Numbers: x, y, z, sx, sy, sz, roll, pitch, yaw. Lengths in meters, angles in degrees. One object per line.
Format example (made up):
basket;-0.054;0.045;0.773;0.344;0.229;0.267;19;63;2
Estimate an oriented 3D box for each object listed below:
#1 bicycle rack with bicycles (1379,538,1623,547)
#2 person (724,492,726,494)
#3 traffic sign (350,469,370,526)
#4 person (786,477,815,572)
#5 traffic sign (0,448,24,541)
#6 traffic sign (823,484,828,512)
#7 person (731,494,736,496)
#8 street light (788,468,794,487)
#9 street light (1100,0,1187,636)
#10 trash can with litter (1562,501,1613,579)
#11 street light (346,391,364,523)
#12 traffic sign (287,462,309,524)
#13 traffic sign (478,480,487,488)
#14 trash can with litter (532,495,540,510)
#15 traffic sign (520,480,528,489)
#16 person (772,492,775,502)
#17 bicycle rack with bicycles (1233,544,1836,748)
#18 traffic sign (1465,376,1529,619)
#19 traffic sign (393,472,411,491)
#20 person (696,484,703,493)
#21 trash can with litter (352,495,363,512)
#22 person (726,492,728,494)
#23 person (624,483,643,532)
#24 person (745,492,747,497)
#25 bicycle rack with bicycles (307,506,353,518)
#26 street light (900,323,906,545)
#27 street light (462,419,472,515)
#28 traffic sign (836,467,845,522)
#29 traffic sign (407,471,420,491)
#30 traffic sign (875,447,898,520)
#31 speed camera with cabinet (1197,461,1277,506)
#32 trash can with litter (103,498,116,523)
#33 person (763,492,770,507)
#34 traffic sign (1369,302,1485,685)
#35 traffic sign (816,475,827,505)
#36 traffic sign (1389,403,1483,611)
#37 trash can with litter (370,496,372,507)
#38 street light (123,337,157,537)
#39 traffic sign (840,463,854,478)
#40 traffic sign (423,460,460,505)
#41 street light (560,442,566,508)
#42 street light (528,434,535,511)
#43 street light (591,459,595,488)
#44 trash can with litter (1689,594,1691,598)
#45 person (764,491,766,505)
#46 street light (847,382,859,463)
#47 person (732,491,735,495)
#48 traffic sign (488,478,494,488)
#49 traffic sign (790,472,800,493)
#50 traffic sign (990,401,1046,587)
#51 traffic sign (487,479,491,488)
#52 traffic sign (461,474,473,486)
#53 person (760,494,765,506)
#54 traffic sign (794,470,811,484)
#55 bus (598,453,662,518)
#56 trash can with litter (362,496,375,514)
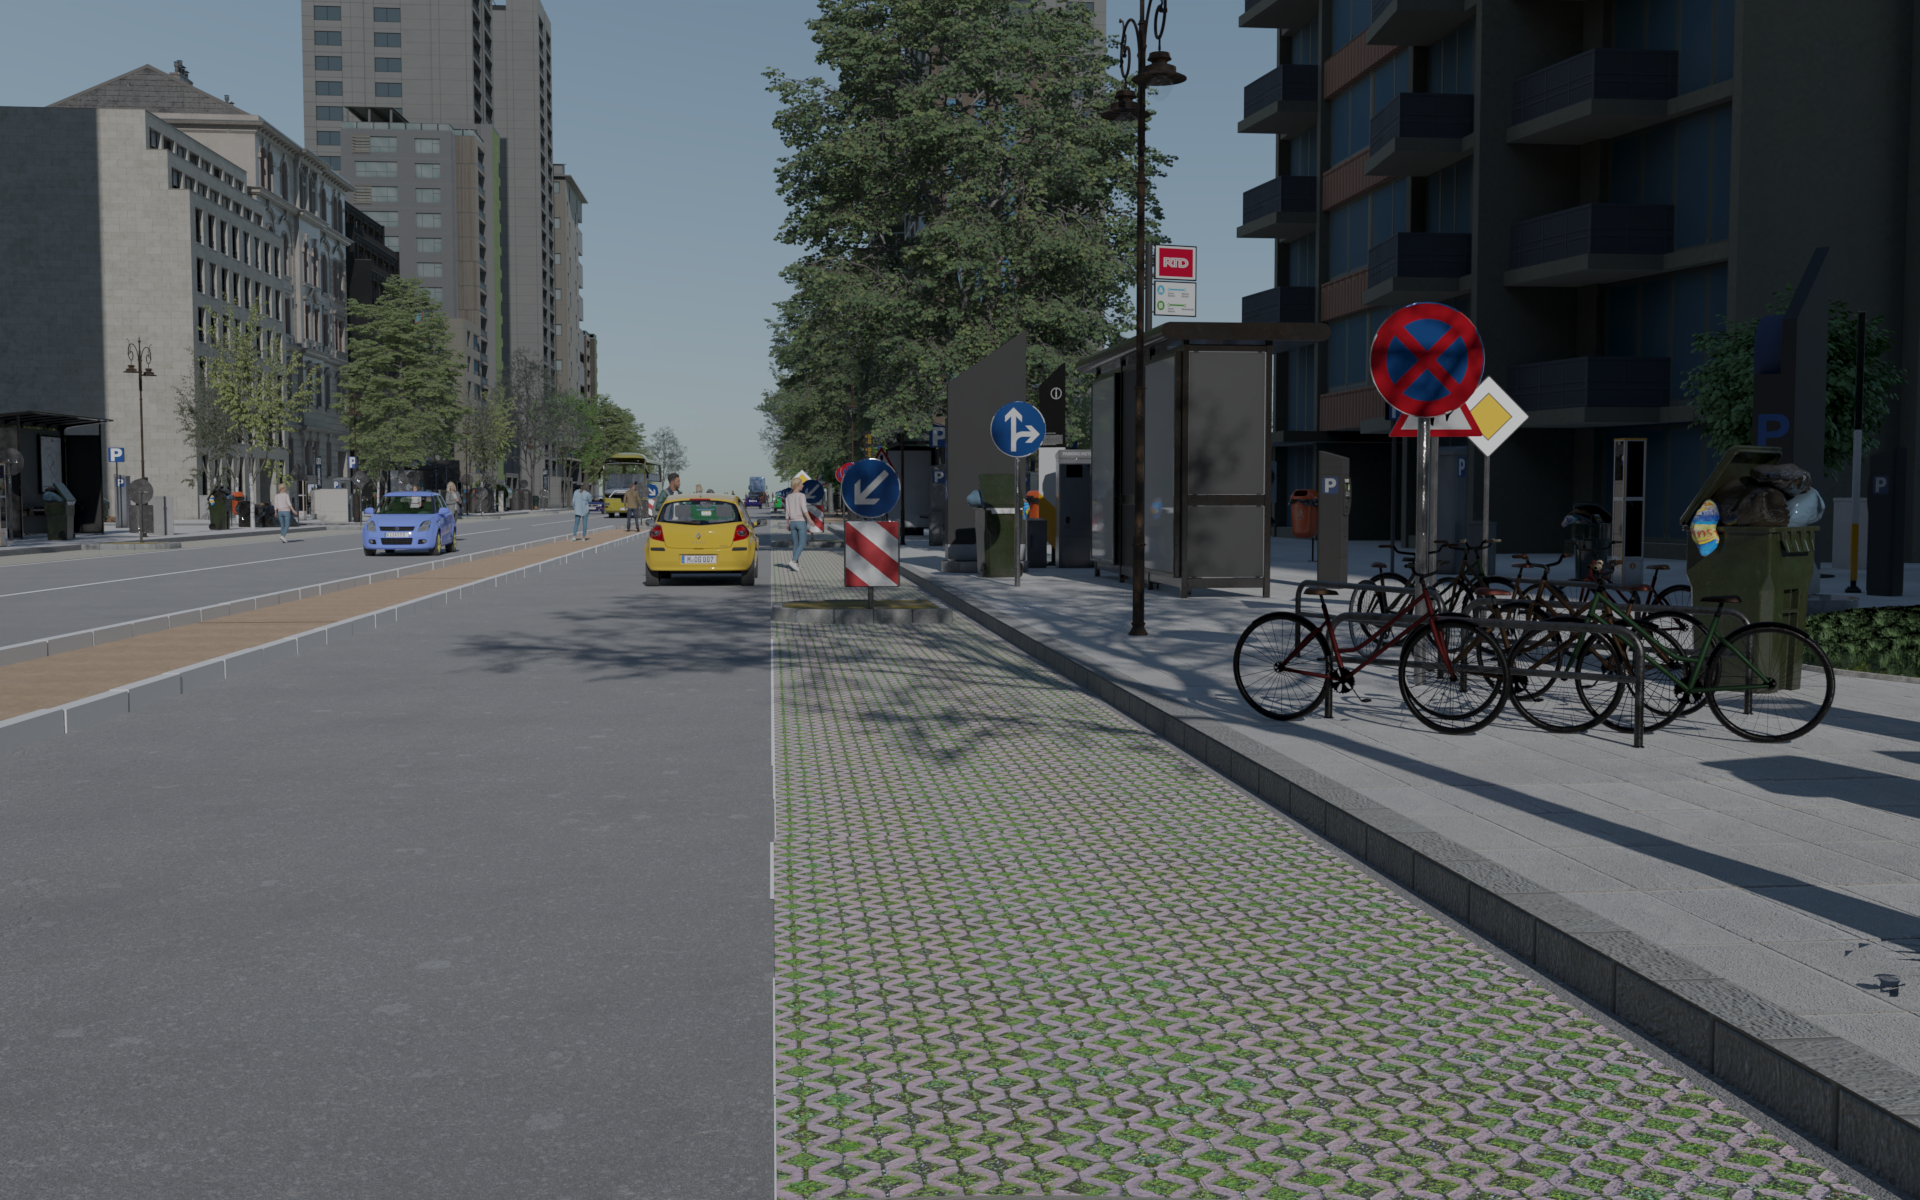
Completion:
bicycle rack with bicycles;3.871;0.002;13.342;2.852;0.926;2.925;-1;4;-21
person;-39.455;-17.210;290.593;1.217;1.736;0.721;1;4;10
traffic sign;-24.109;-4.037;69.653;0.795;2.450;0.064;0;4;-6
person;-2.991;-1.394;31.969;0.731;1.740;0.598;2;4;25
traffic sign;-26.127;-2.907;47.628;0.768;2.556;0.104;0;4;0
traffic sign;-9.453;-7.519;122.945;0.884;2.594;0.081;0;4;-2
person;-34.947;-15.731;266.529;1.217;1.723;0.721;-1;4;-18
street light;-27.714;-19.033;283.969;0.468;5.910;1.993;0;4;-6
street light;1.621;-2.617;15.574;0.468;5.910;1.993;0;4;-6
trash can with litter;9.647;-0.905;26.182;1.055;1.170;0.624;-3;4;-36
street light;-27.069;-6.409;77.576;0.468;5.910;1.993;0;4;-6
traffic sign;-26.511;-4.241;69.342;0.884;2.594;0.081;0;4;-1
traffic sign;-33.848;-7.381;122.808;0.606;2.300;0.079;0;4;-2
trash can with litter;-35.556;-8.151;144.655;0.624;1.170;1.055;-1;4;-19
traffic sign;-38.150;-9.263;151.551;0.768;2.556;0.104;0;4;-3
person;-33.159;-18.244;307.500;0.721;1.736;1.217;1;4;19
bicycle rack with bicycles;3.383;0.221;9.772;2.925;0.926;2.852;3;5;42
traffic sign;5.164;-0.968;17.007;0.795;2.450;0.064;0;4;1
traffic sign;-24.977;-4.523;77.591;0.795;2.450;0.064;0;4;-6
person;-9.698;-3.409;64.425;0.728;1.800;0.709;1;4;16
trash can with litter;-36.241;-5.621;102.956;1.678;1.210;2.233;-1;4;-12
person;-41.383;-18.321;308.834;0.721;1.735;1.217;1;4;14
person;-12.311;-3.477;65.258;0.656;1.842;0.836;-3;5;-39
person;-35.948;-17.216;290.899;0.530;1.710;0.541;0;4;-3
bicycle rack with bicycles;-34.408;-4.981;94.821;2.925;0.926;2.852;-1;4;-23
street light;-1.445;-4.323;43.470;0.468;5.910;1.993;0;4;-6
street light;-30.255;-8.159;106.185;0.468;5.910;1.993;0;4;-6
traffic sign;-5.288;-4.828;79.038;0.768;2.556;0.104;0;4;-2
traffic sign;-30.255;-5.855;95.827;0.768;2.556;0.104;0;4;-2
traffic sign;-2.154;-2.920;47.738;0.884;2.594;0.081;0;4;2
speed camera with cabinet;7.353;-3.159;45.983;2.038;3.252;0.660;-1;4;-14
trash can with litter;-38.387;-4.074;78.004;1.055;1.170;0.624;1;4;18
person;-21.574;-11.234;192.971;0.445;1.727;0.742;3;5;43
traffic sign;3.095;-0.702;11.580;0.768;2.556;0.104;0;4;-1
traffic sign;-8.145;-6.276;102.713;0.768;2.556;0.104;0;4;-5
traffic sign;4.413;-0.986;16.132;0.884;2.594;0.081;0;4;-5
trash can with litter;-42.034;-6.974;125.084;2.233;1.210;1.678;1;4;14
street light;-24.139;-4.790;51.111;0.468;5.910;1.993;0;4;-6
traffic sign;-4.449;-4.277;70.040;0.768;2.556;0.104;0;4;-3
traffic sign;-31.068;-6.720;103.750;2.265;3.308;0.079;0;4;3
street light;-35.427;-11.112;154.476;0.468;5.910;1.993;0;4;-6
street light;-33.202;-9.866;134.094;0.468;5.910;1.993;0;4;-6
street light;-38.572;-12.821;182.405;0.468;5.910;1.993;0;4;-6
trash can with litter;9.842;-0.638;21.486;1.678;1.210;2.233;0;4;-1
person;-25.328;-13.239;224.984;1.348;1.821;0.705;-1;4;-21
street light;-4.430;-6.030;71.375;0.468;5.910;1.993;0;4;-6
person;-25.016;-11.137;190.608;0.705;1.821;1.348;-3;4;-36
traffic sign;-35.544;-8.015;131.148;0.768;2.556;0.104;0;4;3
traffic sign;-7.385;-4.639;79.488;0.795;2.450;0.064;0;4;-6
traffic sign;0.796;-1.455;23.903;0.768;2.556;0.104;0;4;-5
traffic sign;-33.817;-7.506;123.901;0.795;2.450;0.064;0;4;-3
traffic sign;-30.835;-6.622;108.379;0.768;2.556;0.104;0;4;-2
person;-24.464;-12.399;214.479;1.065;1.426;0.557;3;5;45
traffic sign;-6.517;-4.153;71.550;0.795;2.450;0.064;0;4;-6
bus;-20.174;-7.062;107.017;2.896;3.916;12.252;0;4;-5
trash can with litter;-38.155;-6.153;111.992;0.624;1.170;1.055;3;5;40
